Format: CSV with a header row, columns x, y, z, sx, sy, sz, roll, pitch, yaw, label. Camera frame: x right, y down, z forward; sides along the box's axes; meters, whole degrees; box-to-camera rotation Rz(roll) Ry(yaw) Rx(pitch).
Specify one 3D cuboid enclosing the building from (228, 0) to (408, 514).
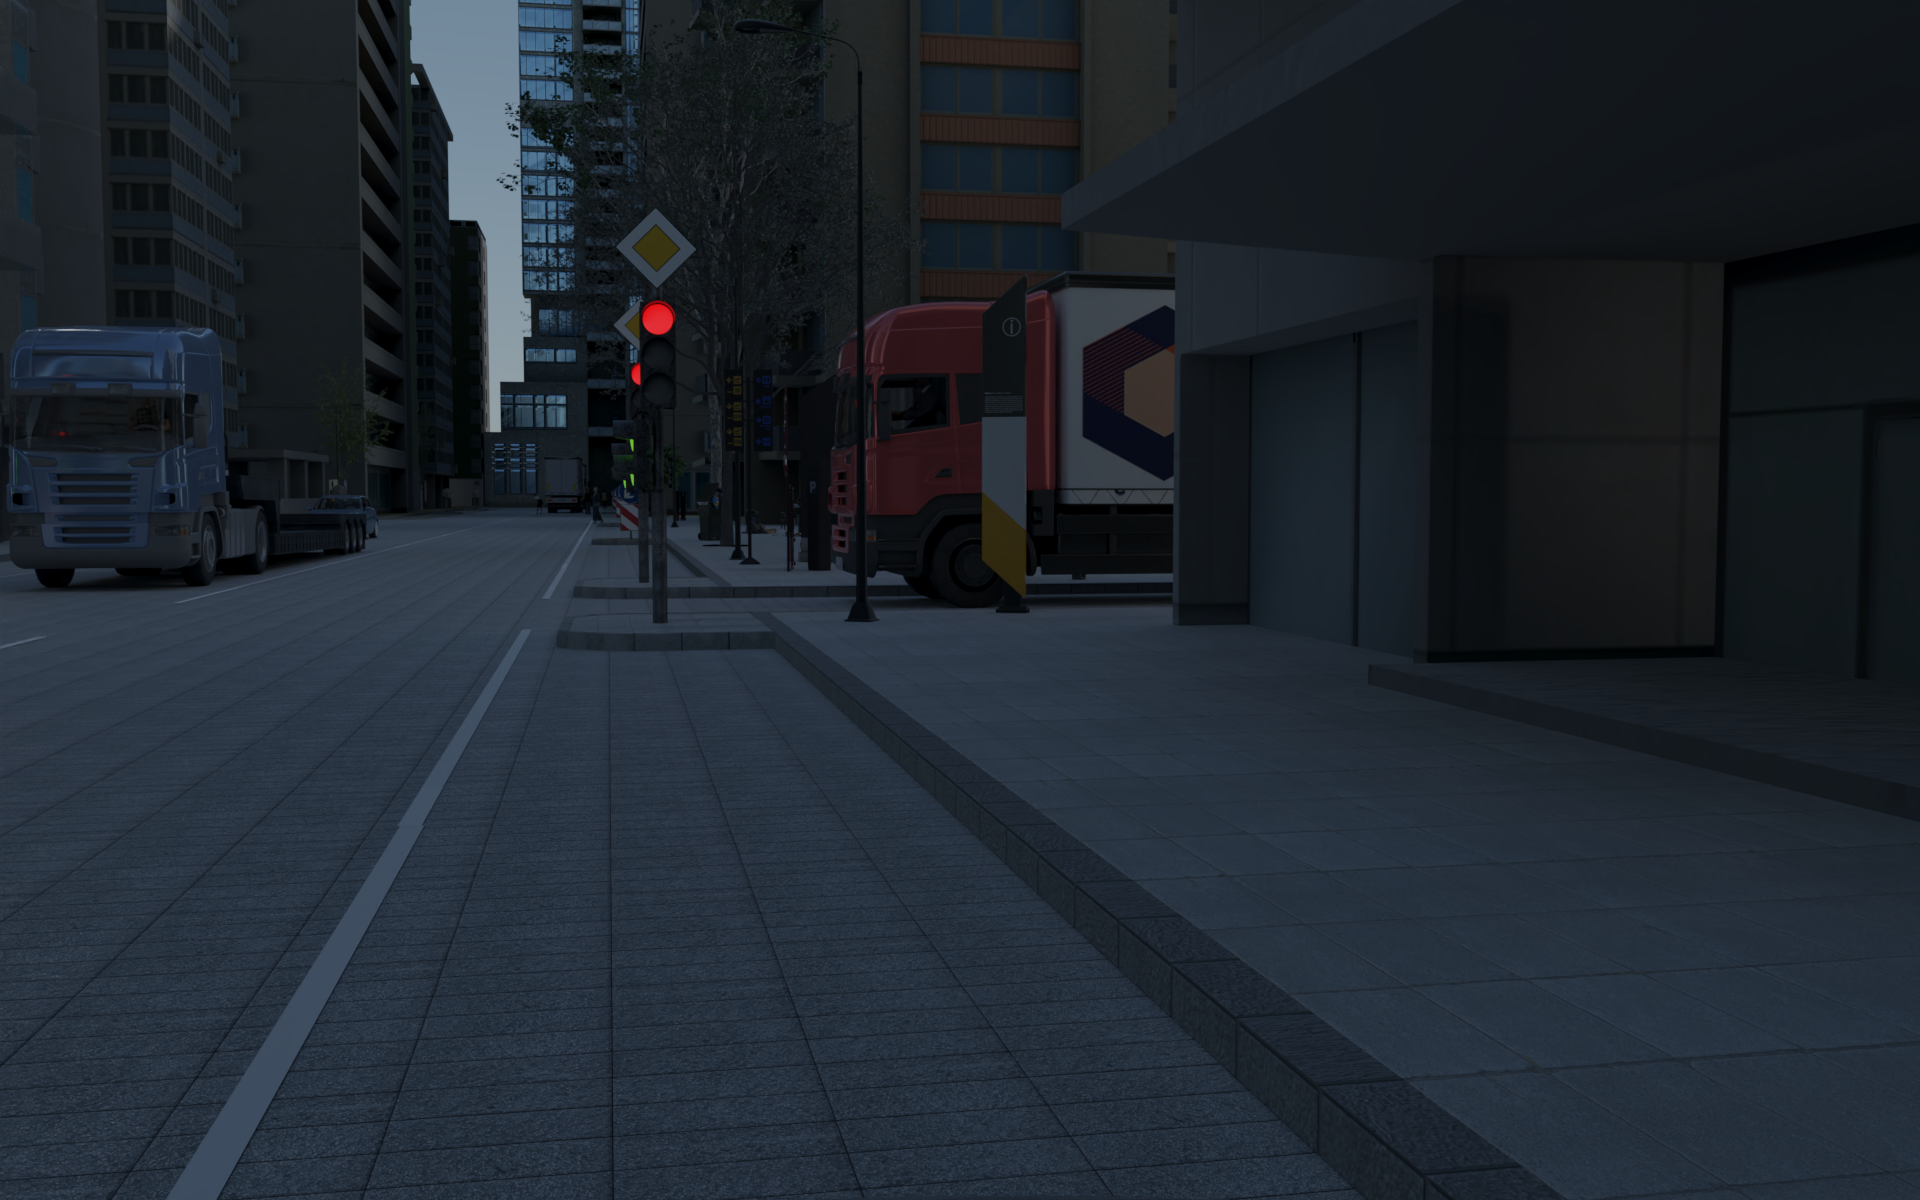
x,y,z,sx,sy,sz,roll,pitch,yaw,label
-45.882,-29.374,103.969,21.300,48.544,21.600,-1,4,-11,building

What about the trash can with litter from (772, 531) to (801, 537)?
x,y,z,sx,sy,sz,roll,pitch,yaw,label
-4.735,-2.535,52.510,2.233,1.210,1.678,3,5,41,trash can with litter

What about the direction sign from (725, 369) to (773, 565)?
x,y,z,sx,sy,sz,roll,pitch,yaw,label
-3.838,-2.418,31.538,0.876,3.537,0.379,0,4,6,direction sign

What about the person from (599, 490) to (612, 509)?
x,y,z,sx,sy,sz,roll,pitch,yaw,label
-31.996,-9.018,156.041,1.348,1.812,0.705,1,4,12,person

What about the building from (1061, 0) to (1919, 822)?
x,y,z,sx,sy,sz,roll,pitch,yaw,label
15.379,-25.470,5.666,28.713,52.752,27.495,-1,4,-11,building

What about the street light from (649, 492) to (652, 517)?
x,y,z,sx,sy,sz,roll,pitch,yaw,label
-11.489,-5.732,66.266,1.470,5.913,1.316,-1,4,-11,street light

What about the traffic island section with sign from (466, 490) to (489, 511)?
x,y,z,sx,sy,sz,roll,pitch,yaw,label
-41.792,-8.622,149.595,1.989,1.847,2.006,-1,4,-11,traffic island section with sign

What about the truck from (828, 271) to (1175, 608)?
x,y,z,sx,sy,sz,roll,pitch,yaw,label
3.266,-2.112,23.443,11.283,4.237,2.839,-1,4,-13,truck

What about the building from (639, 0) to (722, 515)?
x,y,z,sx,sy,sz,roll,pitch,yaw,label
-10.472,-30.145,116.568,21.300,48.544,21.600,-1,4,-11,building

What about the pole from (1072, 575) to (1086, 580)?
x,y,z,sx,sy,sz,roll,pitch,yaw,label
1.786,-1.961,25.907,0.158,3.312,0.155,0,3,0,pole

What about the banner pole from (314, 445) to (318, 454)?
x,y,z,sx,sy,sz,roll,pitch,yaw,label
-32.629,-5.981,87.814,0.401,3.779,0.863,-1,4,-8,banner pole

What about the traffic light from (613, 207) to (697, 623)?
x,y,z,sx,sy,sz,roll,pitch,yaw,label
-3.006,-1.726,17.140,0.839,4.253,0.868,-1,4,-11,traffic light

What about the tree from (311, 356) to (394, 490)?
x,y,z,sx,sy,sz,roll,pitch,yaw,label
-33.094,-8.761,93.600,4.737,8.622,4.395,0,3,0,tree

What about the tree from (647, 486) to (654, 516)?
x,y,z,sx,sy,sz,roll,pitch,yaw,label
-18.182,-6.552,101.730,1.663,3.219,1.824,0,3,0,tree

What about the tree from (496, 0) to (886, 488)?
x,y,z,sx,sy,sz,roll,pitch,yaw,label
-8.931,-12.327,57.434,12.611,20.169,13.585,0,3,0,tree

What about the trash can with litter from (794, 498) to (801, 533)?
x,y,z,sx,sy,sz,roll,pitch,yaw,label
-5.015,-2.778,56.805,0.624,1.170,1.055,2,4,23,trash can with litter

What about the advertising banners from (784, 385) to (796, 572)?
x,y,z,sx,sy,sz,roll,pitch,yaw,label
-2.848,-1.997,28.837,0.090,3.025,2.074,0,4,-2,advertising banners

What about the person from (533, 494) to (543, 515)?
x,y,z,sx,sy,sz,roll,pitch,yaw,label
-29.422,-6.665,120.661,0.799,1.438,0.628,0,4,3,person

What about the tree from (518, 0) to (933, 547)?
x,y,z,sx,sy,sz,roll,pitch,yaw,label
-5.604,-8.056,42.091,12.009,13.543,11.850,0,3,0,tree

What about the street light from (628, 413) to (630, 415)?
x,y,z,sx,sy,sz,roll,pitch,yaw,label
-18.198,-7.728,98.890,1.470,5.913,1.316,-1,4,-11,street light

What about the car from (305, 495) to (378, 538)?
x,y,z,sx,sy,sz,roll,pitch,yaw,label
-19.642,-2.631,55.025,2.014,1.417,4.499,-1,4,-10,car

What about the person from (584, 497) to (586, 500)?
x,y,z,sx,sy,sz,roll,pitch,yaw,label
-33.212,-8.910,154.180,0.705,1.824,1.348,-2,4,-29,person

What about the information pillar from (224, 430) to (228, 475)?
x,y,z,sx,sy,sz,roll,pitch,yaw,label
-25.370,-4.185,59.782,0.183,3.616,0.504,0,4,-6,information pillar

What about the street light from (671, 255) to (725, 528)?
x,y,z,sx,sy,sz,roll,pitch,yaw,label
-4.876,-3.736,33.623,1.470,5.913,1.316,-1,4,-11,street light

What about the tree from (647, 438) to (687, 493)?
x,y,z,sx,sy,sz,roll,pitch,yaw,label
-16.759,-6.865,95.954,4.285,4.588,4.351,0,3,0,tree

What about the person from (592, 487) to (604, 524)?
x,y,z,sx,sy,sz,roll,pitch,yaw,label
-17.537,-4.568,83.613,0.576,1.772,0.534,2,4,35,person

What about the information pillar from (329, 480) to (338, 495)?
x,y,z,sx,sy,sz,roll,pitch,yaw,label
-31.639,-5.077,87.502,0.304,2.012,0.304,1,4,22,information pillar

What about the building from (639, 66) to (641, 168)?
x,y,z,sx,sy,sz,roll,pitch,yaw,label
-15.343,-36.628,140.868,21.231,58.520,28.212,-1,4,-11,building

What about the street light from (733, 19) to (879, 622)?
x,y,z,sx,sy,sz,roll,pitch,yaw,label
-1.524,-2.733,17.226,1.470,5.913,1.316,-1,4,-11,street light

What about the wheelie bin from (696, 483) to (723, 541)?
x,y,z,sx,sy,sz,roll,pitch,yaw,label
-6.838,-2.439,47.779,0.693,1.594,0.980,-3,5,-42,wheelie bin

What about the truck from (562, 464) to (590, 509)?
x,y,z,sx,sy,sz,roll,pitch,yaw,label
-36.727,-10.731,164.360,2.839,4.237,11.283,-1,4,-11,truck

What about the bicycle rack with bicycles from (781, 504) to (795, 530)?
x,y,z,sx,sy,sz,roll,pitch,yaw,label
-5.475,-3.061,63.434,2.852,0.926,2.925,-1,4,-8,bicycle rack with bicycles

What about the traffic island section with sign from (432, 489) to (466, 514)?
x,y,z,sx,sy,sz,roll,pitch,yaw,label
-36.435,-7.006,123.175,1.989,1.847,2.006,-1,4,-11,traffic island section with sign

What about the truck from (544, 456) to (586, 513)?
x,y,z,sx,sy,sz,roll,pitch,yaw,label
-30.621,-8.899,134.407,2.839,4.237,11.283,-1,4,-10,truck

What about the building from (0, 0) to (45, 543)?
x,y,z,sx,sy,sz,roll,pitch,yaw,label
-33.131,-25.335,33.844,23.786,49.044,30.456,-1,4,-11,building

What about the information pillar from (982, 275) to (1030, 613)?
x,y,z,sx,sy,sz,roll,pitch,yaw,label
0.491,-1.669,18.648,0.504,3.616,0.183,1,4,13,information pillar

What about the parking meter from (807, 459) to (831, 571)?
x,y,z,sx,sy,sz,roll,pitch,yaw,label
-2.365,-1.425,29.013,0.255,1.863,0.399,-3,4,-38,parking meter

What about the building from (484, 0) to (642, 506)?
x,y,z,sx,sy,sz,roll,pitch,yaw,label
-36.208,-53.701,190.679,31.000,86.520,22.319,-1,4,-11,building

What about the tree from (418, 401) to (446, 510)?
x,y,z,sx,sy,sz,roll,pitch,yaw,label
-42.524,-11.347,135.888,4.360,8.622,3.978,0,3,0,tree

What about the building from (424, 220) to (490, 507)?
x,y,z,sx,sy,sz,roll,pitch,yaw,label
-57.346,-25.166,183.158,14.107,30.474,14.160,-1,4,-11,building

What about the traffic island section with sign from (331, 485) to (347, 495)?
x,y,z,sx,sy,sz,roll,pitch,yaw,label
-26.354,-3.969,73.521,1.989,1.847,2.006,-1,4,-11,traffic island section with sign

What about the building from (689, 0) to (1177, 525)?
x,y,z,sx,sy,sz,roll,pitch,yaw,label
-1.138,-26.054,80.606,22.147,44.769,28.867,-1,4,-11,building

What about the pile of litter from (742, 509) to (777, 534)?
x,y,z,sx,sy,sz,roll,pitch,yaw,label
-6.528,-2.589,56.291,1.176,0.858,1.719,0,4,-3,pile of litter

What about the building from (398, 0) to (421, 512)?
x,y,z,sx,sy,sz,roll,pitch,yaw,label
-46.624,-26.856,122.697,14.154,41.232,14.086,-1,4,-11,building

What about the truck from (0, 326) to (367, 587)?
x,y,z,sx,sy,sz,roll,pitch,yaw,label
-14.213,-2.684,33.637,2.967,4.110,18.799,-1,4,-11,truck

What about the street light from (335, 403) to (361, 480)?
x,y,z,sx,sy,sz,roll,pitch,yaw,label
-31.339,-7.104,88.696,1.470,5.913,1.316,-1,4,-11,street light

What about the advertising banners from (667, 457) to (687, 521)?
x,y,z,sx,sy,sz,roll,pitch,yaw,label
-13.545,-5.298,82.808,0.090,3.025,2.074,1,4,15,advertising banners

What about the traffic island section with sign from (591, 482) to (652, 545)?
x,y,z,sx,sy,sz,roll,pitch,yaw,label
-9.496,-2.492,49.374,1.989,1.847,2.006,-1,4,-11,traffic island section with sign

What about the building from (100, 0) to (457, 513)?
x,y,z,sx,sy,sz,roll,pitch,yaw,label
-57.452,-28.181,152.633,23.993,40.220,32.217,-1,4,-11,building

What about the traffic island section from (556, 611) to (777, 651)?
x,y,z,sx,sy,sz,roll,pitch,yaw,label
-2.965,0.307,17.262,2.009,0.180,2.903,-1,4,-11,traffic island section

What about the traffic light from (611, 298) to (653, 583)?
x,y,z,sx,sy,sz,roll,pitch,yaw,label
-4.595,-2.205,24.966,0.839,4.253,0.868,-1,4,-11,traffic light

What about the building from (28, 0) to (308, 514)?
x,y,z,sx,sy,sz,roll,pitch,yaw,label
-42.985,-23.004,67.993,32.217,40.220,23.993,-1,4,-11,building

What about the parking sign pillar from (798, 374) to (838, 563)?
x,y,z,sx,sy,sz,roll,pitch,yaw,label
-2.373,-2.721,32.956,1.447,3.967,1.447,0,4,0,parking sign pillar

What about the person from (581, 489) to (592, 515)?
x,y,z,sx,sy,sz,roll,pitch,yaw,label
-26.088,-6.913,121.543,0.705,1.822,1.348,3,4,37,person

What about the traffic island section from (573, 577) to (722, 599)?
x,y,z,sx,sy,sz,roll,pitch,yaw,label
-4.554,-0.172,25.088,2.009,0.180,2.903,-1,4,-11,traffic island section
